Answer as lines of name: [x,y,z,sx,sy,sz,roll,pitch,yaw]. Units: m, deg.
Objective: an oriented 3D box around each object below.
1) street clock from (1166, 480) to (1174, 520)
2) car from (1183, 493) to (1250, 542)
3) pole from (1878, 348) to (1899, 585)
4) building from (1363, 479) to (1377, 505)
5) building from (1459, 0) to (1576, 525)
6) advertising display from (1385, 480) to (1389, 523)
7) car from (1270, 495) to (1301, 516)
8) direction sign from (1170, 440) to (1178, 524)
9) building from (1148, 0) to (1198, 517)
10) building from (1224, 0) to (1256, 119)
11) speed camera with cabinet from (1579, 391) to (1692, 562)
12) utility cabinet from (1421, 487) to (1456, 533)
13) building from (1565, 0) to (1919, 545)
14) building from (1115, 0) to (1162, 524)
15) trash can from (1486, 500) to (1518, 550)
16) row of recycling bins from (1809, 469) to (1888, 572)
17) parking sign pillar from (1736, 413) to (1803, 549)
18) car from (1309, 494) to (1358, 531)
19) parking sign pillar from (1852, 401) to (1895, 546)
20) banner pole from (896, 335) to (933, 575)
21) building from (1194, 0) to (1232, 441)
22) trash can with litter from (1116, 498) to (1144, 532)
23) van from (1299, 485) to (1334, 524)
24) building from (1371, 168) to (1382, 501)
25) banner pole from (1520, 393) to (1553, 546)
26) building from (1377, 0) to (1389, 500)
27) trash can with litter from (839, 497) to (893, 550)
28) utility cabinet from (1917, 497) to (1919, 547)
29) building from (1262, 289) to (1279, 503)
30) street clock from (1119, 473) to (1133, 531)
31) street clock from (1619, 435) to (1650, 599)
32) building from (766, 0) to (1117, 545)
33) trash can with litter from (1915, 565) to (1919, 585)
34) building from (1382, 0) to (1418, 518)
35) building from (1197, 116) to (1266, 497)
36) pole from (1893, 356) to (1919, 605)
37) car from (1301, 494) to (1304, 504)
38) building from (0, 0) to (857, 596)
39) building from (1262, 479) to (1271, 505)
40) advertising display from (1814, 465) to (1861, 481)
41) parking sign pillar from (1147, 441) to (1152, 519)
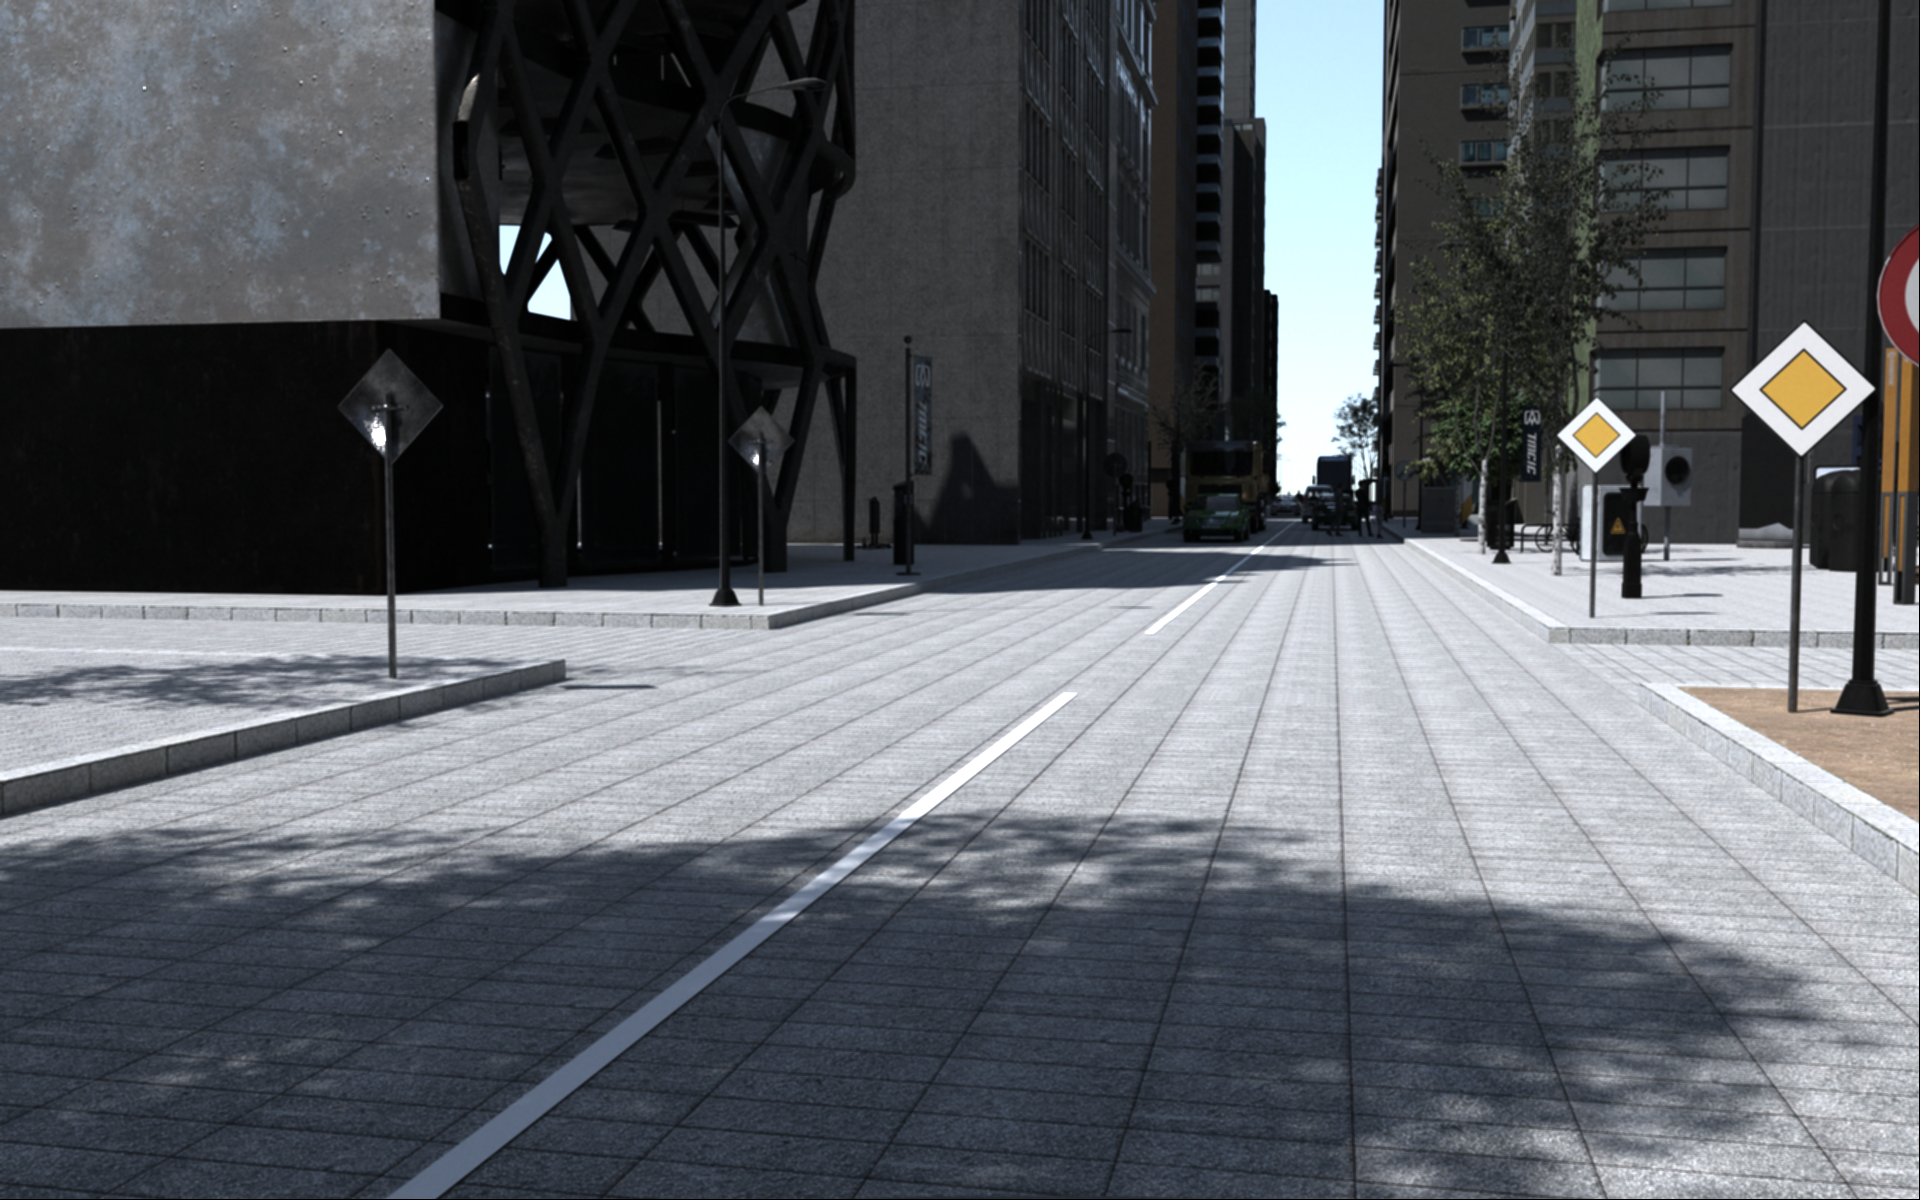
street clock: [10.582,-5.041,86.993,0.471,2.002,0.358,1,4,13]
car: [7.854,-2.694,52.845,1.959,1.807,4.718,1,4,13]
pole: [13.041,-1.864,24.316,0.158,3.312,0.155,0,3,0]
building: [63.638,-31.164,201.405,32.217,40.220,23.993,1,4,12]
building: [37.327,-23.465,75.529,32.217,40.220,23.993,1,4,12]
advertising display: [19.325,-4.476,78.402,0.123,1.923,0.974,1,4,14]
car: [21.921,-6.369,116.492,2.083,1.381,4.827,1,4,14]
direction sign: [9.065,-4.960,73.097,0.379,3.537,0.876,2,4,24]
building: [6.403,-27.611,101.546,14.600,45.320,14.200,1,4,12]
building: [29.871,-48.113,224.896,20.563,71.187,20.611,1,4,12]
speed camera with cabinet: [12.881,-2.363,32.979,2.038,3.252,0.660,-1,4,-14]
utility cabinet: [15.707,-2.936,56.678,1.173,1.500,0.318,1,4,23]
building: [24.644,-22.338,48.820,14.154,41.232,14.086,1,4,12]
building: [0.906,-17.581,73.346,13.634,28.700,20.117,1,4,12]
trash can: [12.493,-1.735,40.019,0.748,1.137,0.748,0,3,0]
row of recycling bins: [15.355,-1.401,30.026,1.069,1.692,3.534,1,4,20]
parking sign pillar: [19.347,-3.230,41.277,1.447,3.967,1.447,-3,5,-44]
car: [15.095,-3.541,69.686,2.131,1.459,4.920,1,4,12]
parking sign pillar: [22.195,-3.286,42.204,1.447,3.967,1.447,1,4,9]
banner pole: [-0.684,-2.300,27.615,0.401,3.779,0.863,3,4,36]
building: [12.487,-51.037,147.120,22.319,86.520,31.000,1,4,12]
trash can with litter: [5.680,-2.875,58.393,1.055,1.170,0.624,0,4,6]
van: [17.746,-4.797,85.439,2.013,2.044,4.112,1,4,12]
building: [66.049,-37.236,228.409,23.786,49.044,30.456,1,4,12]
banner pole: [14.387,-3.247,43.104,0.863,3.779,0.401,1,4,14]
building: [46.671,-37.026,147.375,21.231,58.520,28.212,1,4,12]
trash can with litter: [-2.192,-1.822,40.840,1.678,1.210,2.233,0,4,8]
utility cabinet: [23.636,-1.887,42.012,1.020,1.237,0.306,0,4,-3]
building: [37.105,-28.784,242.313,14.160,30.474,14.107,1,4,12]
street clock: [5.795,-3.421,60.509,0.471,2.002,0.358,0,4,-7]
street clock: [8.280,-1.023,21.295,0.358,2.002,0.471,0,4,5]
building: [-2.334,-14.416,53.718,12.078,24.808,19.932,1,4,12]
trash can with litter: [13.819,-0.788,24.276,0.624,1.170,1.055,-2,4,-34]
building: [36.264,-29.215,101.372,21.300,48.544,21.600,1,4,12]
building: [24.981,-30.619,184.207,14.154,41.232,14.086,1,4,12]
pole: [10.966,-1.601,20.018,0.158,3.312,0.155,0,3,0]
car: [44.259,-12.958,223.867,2.014,1.417,4.499,1,4,10]
building: [-10.596,-9.973,30.504,16.820,18.784,16.811,1,4,12]
building: [20.368,-31.362,204.656,32.217,40.220,23.993,1,4,12]
advertising display: [19.672,-2.056,38.835,0.974,1.923,0.123,2,4,33]
parking sign pillar: [8.973,-6.062,87.590,1.447,3.967,1.447,-1,4,-20]
